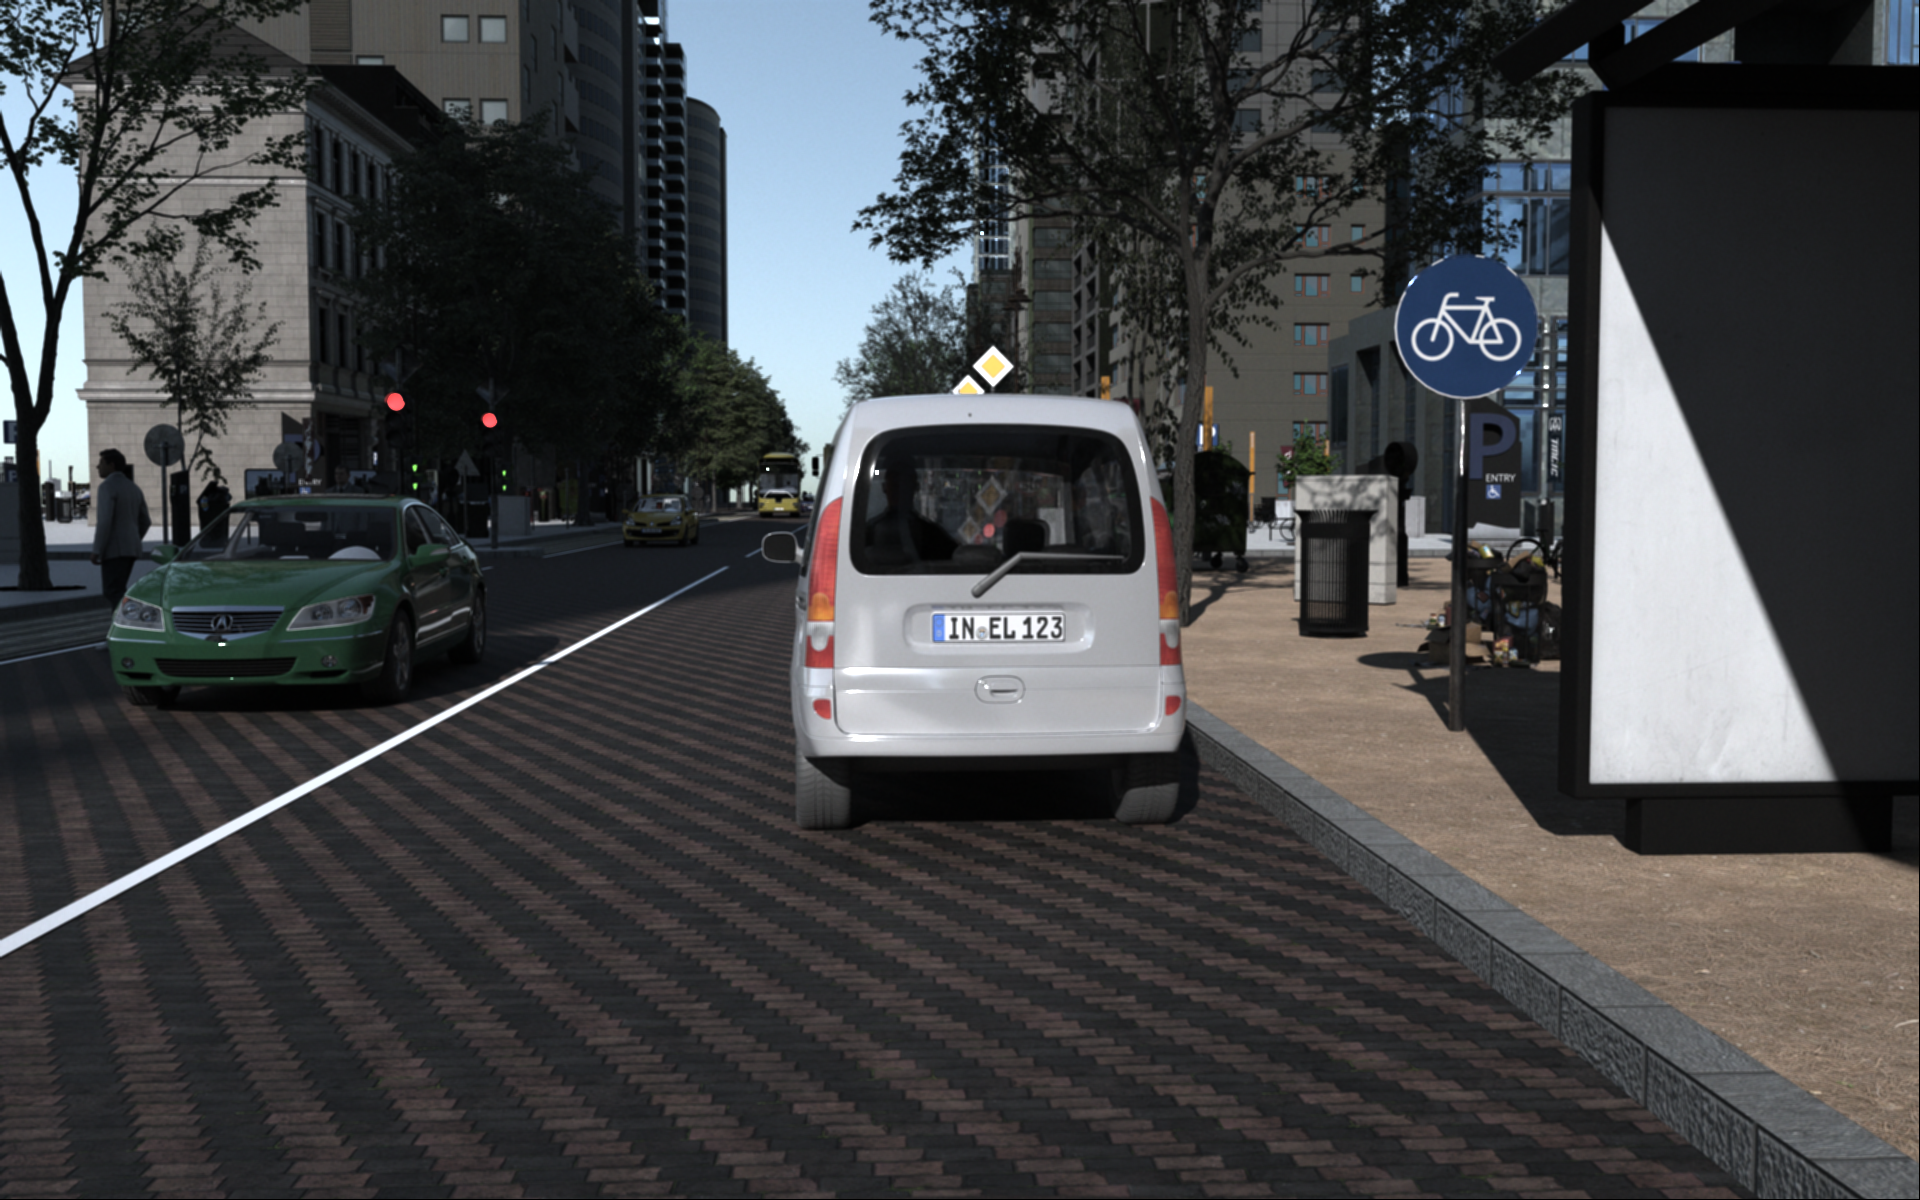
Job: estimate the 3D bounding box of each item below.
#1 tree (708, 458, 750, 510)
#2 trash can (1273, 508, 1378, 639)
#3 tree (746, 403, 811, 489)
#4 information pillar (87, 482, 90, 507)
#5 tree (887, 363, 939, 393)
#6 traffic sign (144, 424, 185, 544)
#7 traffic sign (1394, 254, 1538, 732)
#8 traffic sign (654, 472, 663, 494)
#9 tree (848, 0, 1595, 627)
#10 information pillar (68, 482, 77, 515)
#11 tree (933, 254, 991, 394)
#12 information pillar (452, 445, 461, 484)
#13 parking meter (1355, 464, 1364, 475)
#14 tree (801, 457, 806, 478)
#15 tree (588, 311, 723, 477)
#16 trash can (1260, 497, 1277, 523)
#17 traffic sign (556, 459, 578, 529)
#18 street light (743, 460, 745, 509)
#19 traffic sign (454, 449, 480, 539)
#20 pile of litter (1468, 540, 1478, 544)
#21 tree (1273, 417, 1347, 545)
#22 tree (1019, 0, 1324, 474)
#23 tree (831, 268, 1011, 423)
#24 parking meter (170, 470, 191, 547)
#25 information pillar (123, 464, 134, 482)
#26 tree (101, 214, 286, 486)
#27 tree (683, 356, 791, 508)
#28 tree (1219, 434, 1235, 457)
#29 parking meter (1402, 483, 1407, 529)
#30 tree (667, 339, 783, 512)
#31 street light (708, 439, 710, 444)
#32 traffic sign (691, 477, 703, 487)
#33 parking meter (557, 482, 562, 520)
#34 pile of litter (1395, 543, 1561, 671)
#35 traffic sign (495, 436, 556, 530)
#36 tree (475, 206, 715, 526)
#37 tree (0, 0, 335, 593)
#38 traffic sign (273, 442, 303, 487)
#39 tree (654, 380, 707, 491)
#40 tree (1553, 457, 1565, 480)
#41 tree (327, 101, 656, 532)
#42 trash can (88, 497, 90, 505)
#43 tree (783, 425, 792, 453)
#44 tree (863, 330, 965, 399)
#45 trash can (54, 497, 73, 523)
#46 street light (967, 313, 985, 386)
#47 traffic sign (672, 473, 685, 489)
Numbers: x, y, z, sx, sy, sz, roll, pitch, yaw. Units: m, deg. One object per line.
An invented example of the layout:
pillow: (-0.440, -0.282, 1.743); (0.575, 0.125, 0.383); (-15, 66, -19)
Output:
tree: (-18.305, -9.348, 136.554); (4.285, 4.588, 4.351); (0, 3, 0)
trash can: (3.363, -0.238, 15.550); (0.748, 1.137, 0.748); (0, 3, 0)
tree: (-22.954, -18.046, 212.051); (9.611, 12.733, 9.660); (0, 3, 0)
information pillar: (-55.128, -6.444, 109.853); (0.304, 2.012, 0.304); (-3, 5, -45)
tree: (-4.109, -14.127, 147.990); (9.611, 12.733, 9.660); (0, 3, 0)
traffic sign: (-14.501, -1.924, 31.569); (0.768, 2.556, 0.104); (0, 4, 5)
traffic sign: (2.691, -0.563, 9.305); (0.768, 2.556, 0.104); (0, 4, 0)
traffic sign: (-18.128, -6.307, 103.121); (0.884, 2.594, 0.081); (0, 4, 3)
tree: (2.390, -5.009, 16.308); (7.601, 10.594, 8.767); (1, 4, 20)
information pillar: (-53.310, -6.086, 103.994); (0.304, 2.012, 0.304); (1, 4, 14)
tree: (0.976, -6.299, 53.350); (4.360, 8.622, 3.978); (0, 3, 0)
information pillar: (-23.883, -5.555, 82.183); (0.183, 3.616, 0.504); (2, 4, 26)
parking meter: (7.120, -1.512, 30.430); (0.399, 1.863, 0.255); (1, 4, 23)
tree: (-25.582, -19.202, 264.313); (4.737, 8.622, 4.395); (0, 3, 0)
tree: (-17.074, -10.372, 95.339); (9.928, 11.665, 9.643); (0, 3, 0)
trash can: (13.936, -4.074, 78.265); (0.748, 1.137, 0.748); (0, 3, 0)
traffic sign: (-14.303, -3.850, 63.060); (0.768, 2.556, 0.104); (0, 4, -2)
street light: (-19.009, -10.972, 152.175); (0.468, 5.910, 1.993); (0, 4, -3)
traffic sign: (-14.216, -3.044, 49.768); (0.884, 2.594, 0.081); (0, 4, 4)
pile of litter: (5.009, -0.152, 16.449); (1.176, 0.858, 1.719); (-2, 4, -33)
tree: (8.626, -2.995, 43.570); (1.663, 3.219, 1.824); (0, 3, 0)
tree: (2.804, -4.512, 24.138); (4.360, 8.622, 3.978); (0, 3, 0)
tree: (-2.151, -11.305, 95.201); (12.009, 13.543, 11.850); (0, 3, 0)
parking meter: (-18.933, -2.223, 42.056); (0.255, 1.863, 0.399); (2, 4, 33)
information pillar: (-20.388, -2.318, 42.387); (0.304, 2.012, 0.304); (-3, 4, -36)
tree: (-20.621, -5.879, 46.489); (4.360, 8.622, 3.978); (0, 3, 0)
tree: (-20.431, -15.444, 159.170); (9.857, 13.997, 8.962); (0, 3, 0)
tree: (7.749, -3.471, 51.355); (1.663, 3.219, 1.824); (0, 3, 0)
parking meter: (6.177, -1.000, 24.768); (0.372, 1.533, 0.369); (0, 3, 0)
tree: (-17.595, -12.758, 126.726); (7.486, 12.596, 7.792); (0, 3, 0)
street light: (-17.103, -8.813, 116.886); (0.468, 5.910, 1.993); (0, 4, -3)
traffic sign: (-17.236, -6.878, 113.640); (0.795, 2.450, 0.064); (0, 4, 4)
parking meter: (-20.067, -4.963, 86.850); (0.255, 1.863, 0.399); (-1, 4, -8)
pile of litter: (4.042, 0.039, 13.325); (1.719, 0.858, 1.176); (-2, 4, -34)
traffic sign: (-15.388, -4.109, 61.052); (2.265, 3.308, 0.079); (0, 4, 1)
tree: (-15.005, -9.291, 68.913); (9.611, 12.733, 9.660); (0, 3, 0)
tree: (-12.352, -5.942, 22.904); (9.928, 11.665, 9.643); (0, 3, 0)
traffic sign: (-16.357, -2.574, 42.198); (0.768, 2.556, 0.104); (0, 4, 2)
tree: (-17.336, -9.535, 106.257); (4.360, 8.622, 3.978); (0, 3, 0)
tree: (16.578, -3.102, 45.324); (1.663, 3.219, 1.824); (0, 3, 0)
tree: (-14.728, -9.099, 55.421); (9.857, 13.997, 8.962); (0, 3, 0)
trash can: (-45.155, -4.823, 90.513); (0.748, 1.137, 0.748); (0, 3, 0)
tree: (-20.474, -15.562, 172.571); (7.486, 12.596, 7.792); (0, 3, 0)
tree: (-2.570, -11.173, 108.427); (9.928, 11.665, 9.643); (0, 3, 0)
trash can: (-39.768, -3.990, 76.897); (0.748, 1.137, 0.748); (0, 3, 0)
street light: (0.459, -4.383, 44.444); (0.468, 5.910, 1.993); (0, 4, -3)
traffic sign: (-16.628, -6.261, 102.474); (0.768, 2.556, 0.104); (0, 4, -1)
